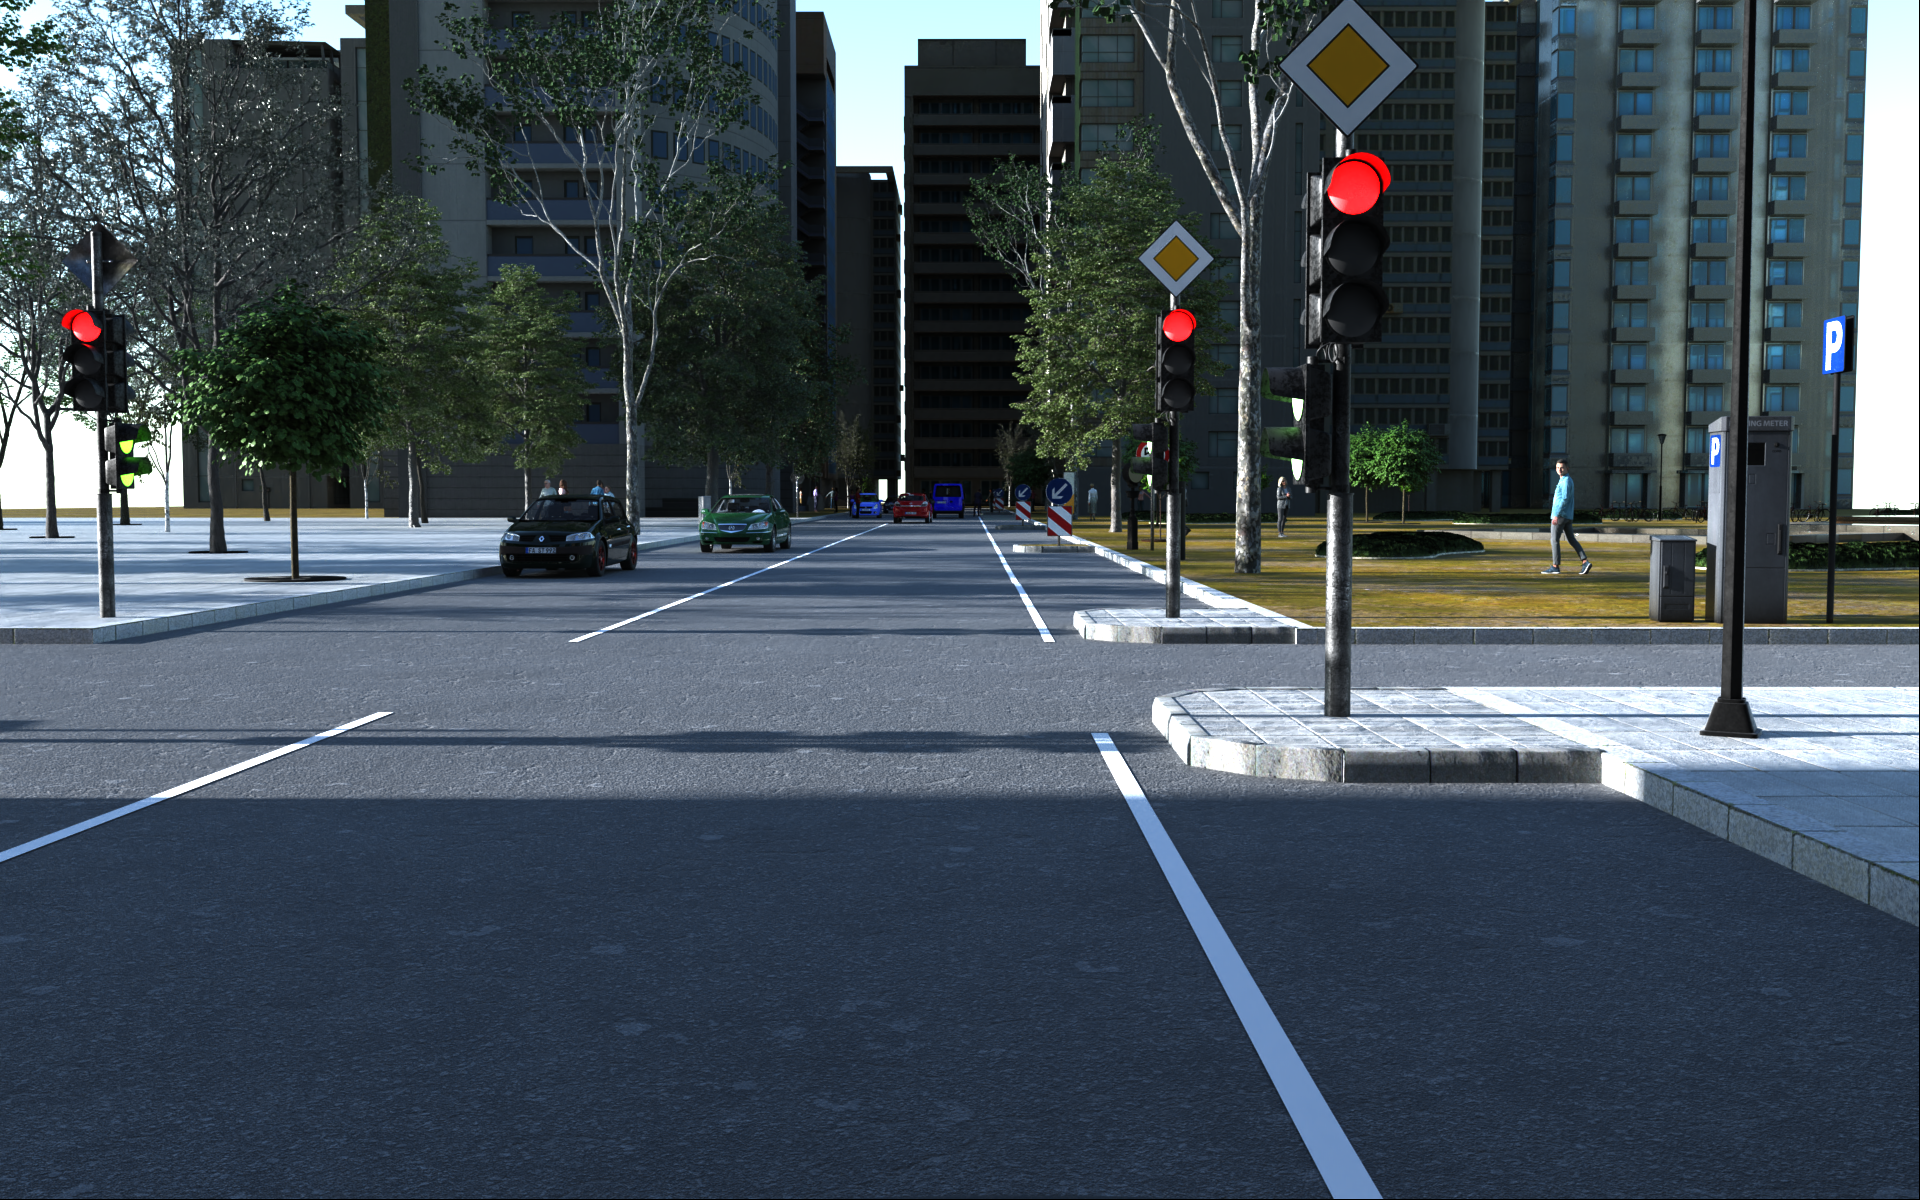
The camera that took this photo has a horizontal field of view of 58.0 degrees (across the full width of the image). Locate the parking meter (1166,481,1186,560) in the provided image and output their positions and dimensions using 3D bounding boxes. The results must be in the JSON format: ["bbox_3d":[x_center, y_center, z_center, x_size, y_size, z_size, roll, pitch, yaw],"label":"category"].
[{"bbox_3d":[4.206,-1.548,33.728,0.372,1.533,0.369,0,3,0],"label":"parking meter"}]

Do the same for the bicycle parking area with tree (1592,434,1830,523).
[{"bbox_3d":[34.909,-5.717,80.477,9.016,4.147,8.231,-1,4,-17],"label":"bicycle parking area with tree"}]

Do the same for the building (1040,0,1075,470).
[{"bbox_3d":[20.993,-34.459,152.637,28.713,52.752,27.495,0,4,0],"label":"building"}]

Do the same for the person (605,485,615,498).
[{"bbox_3d":[-13.061,-3.456,64.364,0.589,1.601,0.330,3,5,43],"label":"person"}]

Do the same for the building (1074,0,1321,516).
[{"bbox_3d":[13.987,-25.892,106.931,14.154,41.232,14.086,0,4,0],"label":"building"}]

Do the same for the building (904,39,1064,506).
[{"bbox_3d":[4.853,-34.566,188.852,21.600,48.544,21.300,0,4,0],"label":"building"}]

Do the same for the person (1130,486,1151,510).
[{"bbox_3d":[9.837,-5.349,94.215,1.217,1.736,0.721,0,3,0],"label":"person"}]

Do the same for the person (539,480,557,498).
[{"bbox_3d":[-14.132,-3.228,59.299,0.782,1.767,0.515,0,4,7],"label":"person"}]

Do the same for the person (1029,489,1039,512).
[{"bbox_3d":[5.361,-7.281,125.805,0.721,1.743,1.217,3,5,39],"label":"person"}]

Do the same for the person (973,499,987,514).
[{"bbox_3d":[1.427,-7.046,126.958,1.065,1.426,0.557,1,4,14],"label":"person"}]

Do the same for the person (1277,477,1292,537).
[{"bbox_3d":[9.708,-2.780,51.682,0.537,1.800,0.526,-1,4,-20],"label":"person"}]

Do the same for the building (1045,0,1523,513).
[{"bbox_3d":[22.659,-26.564,126.197,32.217,40.220,23.993,0,4,0],"label":"building"}]

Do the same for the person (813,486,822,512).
[{"bbox_3d":[-10.133,-7.198,123.594,0.599,1.838,0.709,-2,4,-27],"label":"person"}]

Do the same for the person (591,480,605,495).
[{"bbox_3d":[-12.916,-3.388,61.773,0.601,1.785,0.444,2,4,26],"label":"person"}]

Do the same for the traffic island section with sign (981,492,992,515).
[{"bbox_3d":[2.606,-6.816,120.067,1.989,1.847,2.006,0,4,0],"label":"traffic island section with sign"}]

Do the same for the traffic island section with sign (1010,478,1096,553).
[{"bbox_3d":[2.333,-2.116,43.226,1.989,1.847,2.006,0,4,0],"label":"traffic island section with sign"}]

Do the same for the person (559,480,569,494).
[{"bbox_3d":[-12.885,-3.025,56.084,0.643,1.750,0.593,-2,4,-23],"label":"person"}]

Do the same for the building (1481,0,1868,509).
[{"bbox_3d":[62.742,-32.736,154.844,30.456,49.044,23.786,0,4,0],"label":"building"}]

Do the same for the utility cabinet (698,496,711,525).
[{"bbox_3d":[-9.202,-3.133,62.381,0.306,1.237,1.020,-1,4,-19],"label":"utility cabinet"}]

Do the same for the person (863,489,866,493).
[{"bbox_3d":[-8.818,-9.550,163.013,0.721,1.723,1.217,1,4,12],"label":"person"}]

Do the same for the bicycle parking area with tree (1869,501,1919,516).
[{"bbox_3d":[47.715,-5.702,80.235,9.016,4.147,8.231,-1,4,-21],"label":"bicycle parking area with tree"}]

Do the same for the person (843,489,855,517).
[{"bbox_3d":[-6.854,-6.181,110.245,1.217,1.739,0.721,0,4,-8],"label":"person"}]

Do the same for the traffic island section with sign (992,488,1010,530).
[{"bbox_3d":[2.427,-3.765,70.181,1.989,1.847,2.006,0,4,0],"label":"traffic island section with sign"}]

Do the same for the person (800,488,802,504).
[{"bbox_3d":[-13.732,-8.831,150.429,0.705,1.824,1.348,-1,4,-15],"label":"person"}]

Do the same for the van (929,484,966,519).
[{"bbox_3d":[-0.731,-6.046,103.236,2.240,2.365,5.245,0,4,-1],"label":"van"}]

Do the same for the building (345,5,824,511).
[{"bbox_3d":[-27.290,-27.053,134.204,32.217,40.220,23.993,0,4,0],"label":"building"}]

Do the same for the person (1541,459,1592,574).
[{"bbox_3d":[9.714,-1.334,27.715,0.748,1.841,0.638,3,4,37],"label":"person"}]

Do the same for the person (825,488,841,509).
[{"bbox_3d":[-10.951,-8.763,149.401,1.350,1.814,0.705,0,4,5],"label":"person"}]

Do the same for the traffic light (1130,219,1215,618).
[{"bbox_3d":[2.196,-1.773,17.904,0.839,4.253,0.868,0,4,0],"label":"traffic light"}]

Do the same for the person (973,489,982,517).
[{"bbox_3d":[1.138,-6.204,110.383,0.683,1.767,0.568,1,4,19],"label":"person"}]

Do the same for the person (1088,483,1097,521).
[{"bbox_3d":[6.410,-4.729,83.592,0.478,1.798,0.641,0,4,-1],"label":"person"}]

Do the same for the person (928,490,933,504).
[{"bbox_3d":[-2.251,-7.987,139.622,0.617,1.759,0.750,-3,5,-40],"label":"person"}]

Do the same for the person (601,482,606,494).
[{"bbox_3d":[-15.081,-4.077,72.715,0.555,1.821,0.388,-2,4,-29],"label":"person"}]

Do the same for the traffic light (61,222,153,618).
[{"bbox_3d":[-8.865,-1.774,17.928,0.839,4.253,0.868,0,4,0],"label":"traffic light"}]

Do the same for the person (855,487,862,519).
[{"bbox_3d":[-5.874,-5.616,100.251,0.705,1.831,1.348,0,4,-8],"label":"person"}]

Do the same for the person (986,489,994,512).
[{"bbox_3d":[2.196,-7.052,123.829,0.705,1.821,1.348,1,4,20],"label":"person"}]

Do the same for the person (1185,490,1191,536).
[{"bbox_3d":[6.669,-2.846,52.671,0.850,1.850,0.679,-2,4,-25],"label":"person"}]

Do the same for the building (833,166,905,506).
[{"bbox_3d":[-18.575,-30.767,194.923,23.993,40.220,32.217,0,4,0],"label":"building"}]

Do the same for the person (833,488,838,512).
[{"bbox_3d":[-8.797,-7.043,121.874,0.721,1.739,1.217,0,4,6],"label":"person"}]

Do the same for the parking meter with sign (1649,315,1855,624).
[{"bbox_3d":[7.848,-1.284,17.260,1.738,3.016,0.543,0,4,6],"label":"parking meter with sign"}]

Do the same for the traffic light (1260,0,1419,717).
[{"bbox_3d":[2.167,-1.284,9.919,0.839,4.253,0.868,0,4,0],"label":"traffic light"}]

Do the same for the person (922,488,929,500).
[{"bbox_3d":[-2.866,-7.785,135.423,0.705,1.869,1.348,-3,5,-45],"label":"person"}]

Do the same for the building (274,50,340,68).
[{"bbox_3d":[-66.676,-34.875,189.819,30.456,49.044,23.786,0,4,0],"label":"building"}]
